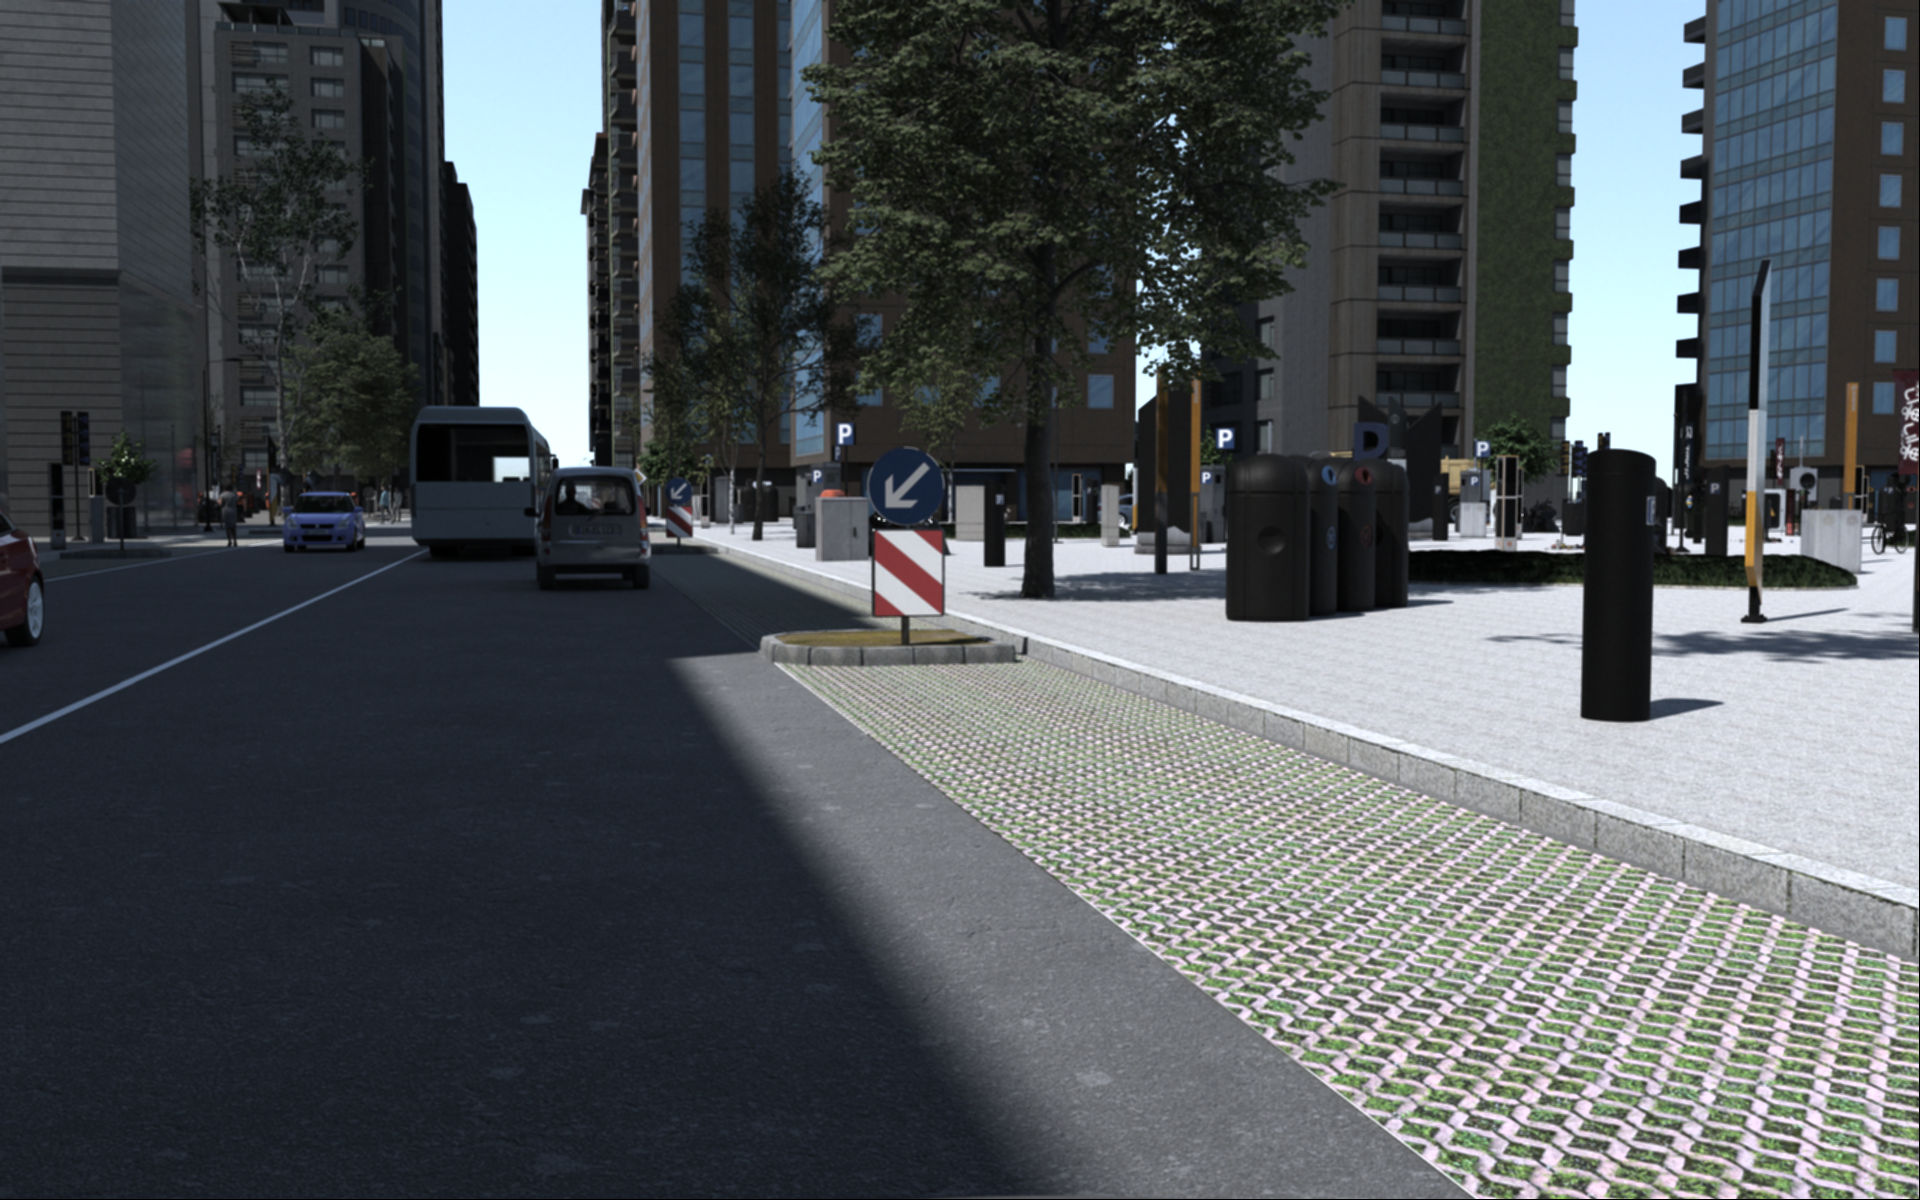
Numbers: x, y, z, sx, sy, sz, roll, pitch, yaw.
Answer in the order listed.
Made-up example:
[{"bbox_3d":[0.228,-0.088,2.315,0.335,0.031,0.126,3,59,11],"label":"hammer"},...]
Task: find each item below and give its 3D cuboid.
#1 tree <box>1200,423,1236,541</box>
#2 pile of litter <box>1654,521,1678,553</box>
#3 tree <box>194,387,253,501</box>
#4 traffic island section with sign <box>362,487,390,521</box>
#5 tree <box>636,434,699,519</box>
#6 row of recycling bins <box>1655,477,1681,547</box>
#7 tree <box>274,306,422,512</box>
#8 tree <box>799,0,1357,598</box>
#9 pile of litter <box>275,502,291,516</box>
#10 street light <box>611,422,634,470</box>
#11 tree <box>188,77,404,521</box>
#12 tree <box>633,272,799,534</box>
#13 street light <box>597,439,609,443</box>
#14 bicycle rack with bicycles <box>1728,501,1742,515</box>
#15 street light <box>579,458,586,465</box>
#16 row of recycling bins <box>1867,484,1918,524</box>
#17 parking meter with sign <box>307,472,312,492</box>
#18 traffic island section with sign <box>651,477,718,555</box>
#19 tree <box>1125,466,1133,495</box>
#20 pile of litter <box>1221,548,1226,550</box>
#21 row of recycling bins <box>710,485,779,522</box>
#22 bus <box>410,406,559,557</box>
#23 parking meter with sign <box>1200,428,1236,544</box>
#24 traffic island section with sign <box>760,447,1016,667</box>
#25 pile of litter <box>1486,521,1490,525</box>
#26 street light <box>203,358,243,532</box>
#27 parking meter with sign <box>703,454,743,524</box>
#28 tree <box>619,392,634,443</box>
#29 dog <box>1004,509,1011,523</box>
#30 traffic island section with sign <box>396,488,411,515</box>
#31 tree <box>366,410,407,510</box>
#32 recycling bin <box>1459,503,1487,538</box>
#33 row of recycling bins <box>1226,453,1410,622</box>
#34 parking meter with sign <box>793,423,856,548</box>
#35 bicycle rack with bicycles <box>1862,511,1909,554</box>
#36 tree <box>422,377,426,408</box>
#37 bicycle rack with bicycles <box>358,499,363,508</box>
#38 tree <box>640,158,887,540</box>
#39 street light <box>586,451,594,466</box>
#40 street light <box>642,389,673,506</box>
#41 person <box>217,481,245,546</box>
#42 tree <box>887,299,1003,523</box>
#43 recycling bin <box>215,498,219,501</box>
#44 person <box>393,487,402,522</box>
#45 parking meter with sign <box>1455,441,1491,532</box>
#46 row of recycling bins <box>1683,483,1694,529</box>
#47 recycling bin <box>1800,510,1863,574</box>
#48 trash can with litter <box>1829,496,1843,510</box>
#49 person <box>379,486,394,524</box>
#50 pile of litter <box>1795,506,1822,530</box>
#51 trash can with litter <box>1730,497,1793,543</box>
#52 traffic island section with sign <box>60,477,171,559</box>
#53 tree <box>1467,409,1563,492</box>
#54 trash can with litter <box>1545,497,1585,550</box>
[{"bbox_3d":[6.679,-3.226,47.354,1.663,3.219,1.824,0,3,0],"label":"tree"},{"bbox_3d":[13.165,-1.123,32.321,1.176,0.858,1.719,2,4,28],"label":"pile of litter"},{"bbox_3d":[-51.706,-10.397,120.359,4.360,8.622,3.978,0,3,0],"label":"tree"},{"bbox_3d":[-31.456,-5.118,92.299,1.989,1.847,2.006,-1,4,-13],"label":"traffic island section with sign"},{"bbox_3d":[-14.950,-6.424,88.744,4.285,4.588,4.351,0,3,0],"label":"tree"},{"bbox_3d":[14.391,-1.818,36.833,1.069,1.692,3.534,1,4,14],"label":"row of recycling bins"},{"bbox_3d":[-37.378,-11.421,104.868,7.486,12.596,7.792,0,3,0],"label":"tree"},{"bbox_3d":[1.273,-6.322,21.494,7.486,12.596,7.792,0,3,0],"label":"tree"},{"bbox_3d":[-39.628,-5.373,101.820,1.719,0.858,1.176,2,4,31],"label":"pile of litter"},{"bbox_3d":[-21.633,-8.512,111.712,1.470,5.913,1.316,-1,4,-13],"label":"street light"},{"bbox_3d":[-32.766,-13.782,81.229,12.611,20.169,13.585,0,3,0],"label":"tree"},{"bbox_3d":[-7.250,-6.411,55.184,4.737,8.622,4.395,0,3,0],"label":"tree"},{"bbox_3d":[-31.208,-11.009,152.539,1.470,5.913,1.316,-1,4,-13],"label":"street light"},{"bbox_3d":[39.777,-4.497,86.910,2.852,0.926,2.925,-1,4,-17],"label":"bicycle rack with bicycles"},{"bbox_3d":[-49.756,-15.837,231.482,1.470,5.913,1.316,-1,4,-13],"label":"street light"},{"bbox_3d":[40.213,-4.101,74.169,3.534,1.692,1.069,2,4,23],"label":"row of recycling bins"},{"bbox_3d":[-51.178,-8.546,135.995,0.543,3.016,1.738,0,4,-5],"label":"parking meter with sign"},{"bbox_3d":[-6.938,-2.026,41.760,1.989,1.847,2.006,-1,4,-13],"label":"traffic island section with sign"},{"bbox_3d":[11.995,-7.662,119.868,1.663,3.219,1.824,0,3,0],"label":"tree"},{"bbox_3d":[6.864,-1.563,39.512,1.719,0.858,1.176,2,4,24],"label":"pile of litter"},{"bbox_3d":[-10.033,-4.389,78.869,3.534,1.692,1.069,0,4,-6],"label":"row of recycling bins"},{"bbox_3d":[-11.564,-2.934,42.836,2.948,3.499,13.247,-1,4,-12],"label":"bus"},{"bbox_3d":[6.550,-2.991,45.170,0.543,3.016,1.738,2,4,35],"label":"parking meter with sign"},{"bbox_3d":[-0.724,-0.407,15.281,1.989,1.847,2.006,-1,4,-13],"label":"traffic island section with sign"},{"bbox_3d":[22.329,-3.474,70.771,1.719,0.858,1.176,3,4,39],"label":"pile of litter"},{"bbox_3d":[-25.144,-5.294,59.100,1.470,5.913,1.316,-1,4,-13],"label":"street light"},{"bbox_3d":[-10.176,-4.799,74.730,1.738,3.016,0.543,2,4,23],"label":"parking meter with sign"},{"bbox_3d":[-13.548,-8.134,83.359,4.737,8.622,4.395,0,3,0],"label":"tree"},{"bbox_3d":[1.917,-3.466,73.504,0.513,0.831,0.800,0,3,0],"label":"dog"},{"bbox_3d":[-37.659,-6.731,118.678,1.989,1.847,2.006,-1,4,-13],"label":"traffic island section with sign"},{"bbox_3d":[-45.866,-11.505,138.476,4.737,8.622,4.395,0,3,0],"label":"tree"},{"bbox_3d":[14.977,-2.327,50.597,0.722,1.027,0.722,1,4,12],"label":"recycling bin"},{"bbox_3d":[3.883,-0.713,18.769,1.069,1.692,3.534,3,4,36],"label":"row of recycling bins"},{"bbox_3d":[-3.251,-2.779,41.699,0.543,3.016,1.738,2,4,34],"label":"parking meter with sign"},{"bbox_3d":[20.437,-1.422,36.633,2.852,0.926,2.925,3,5,45],"label":"bicycle rack with bicycles"},{"bbox_3d":[-41.361,-12.545,123.232,7.486,12.596,7.792,0,3,0],"label":"tree"},{"bbox_3d":[-46.635,-7.424,134.765,2.925,0.926,2.852,-2,4,-30],"label":"bicycle rack with bicycles"},{"bbox_3d":[-5.270,-6.926,47.653,7.601,10.594,8.767,-1,4,-9],"label":"tree"},{"bbox_3d":[-39.283,-13.123,187.100,1.470,5.913,1.316,-1,4,-13],"label":"street light"},{"bbox_3d":[-13.372,-6.384,76.925,1.470,5.913,1.316,-1,4,-13],"label":"street light"},{"bbox_3d":[-19.878,-2.347,47.230,0.532,1.782,0.716,3,5,43],"label":"person"},{"bbox_3d":[-0.587,-6.908,63.314,4.737,8.622,4.395,0,3,0],"label":"tree"},{"bbox_3d":[-53.111,-6.841,124.404,0.722,1.027,0.722,-1,4,-12],"label":"recycling bin"},{"bbox_3d":[-29.399,-5.007,90.470,0.635,1.810,0.391,1,4,21],"label":"person"},{"bbox_3d":[16.935,-3.742,57.446,0.543,3.016,1.738,0,4,-8],"label":"parking meter with sign"},{"bbox_3d":[27.697,-3.563,65.361,1.069,1.692,3.534,3,4,36],"label":"row of recycling bins"},{"bbox_3d":[14.082,-0.945,28.005,0.722,1.027,0.722,0,4,7],"label":"recycling bin"},{"bbox_3d":[33.082,-3.375,66.242,2.233,1.210,1.678,0,4,2],"label":"trash can with litter"},{"bbox_3d":[-27.461,-4.553,82.799,0.748,1.841,0.638,2,4,30],"label":"person"},{"bbox_3d":[30.153,-2.907,61.488,1.719,0.858,1.176,0,4,-6],"label":"pile of litter"},{"bbox_3d":[21.294,-2.147,46.161,1.678,1.210,2.233,2,4,33],"label":"trash can with litter"},{"bbox_3d":[-18.931,-1.855,38.963,1.989,1.847,2.006,-1,4,-13],"label":"traffic island section with sign"},{"bbox_3d":[21.389,-5.096,67.026,4.285,4.588,4.351,0,3,0],"label":"tree"},{"bbox_3d":[14.707,-1.789,40.309,2.233,1.210,1.678,1,4,11],"label":"trash can with litter"}]
